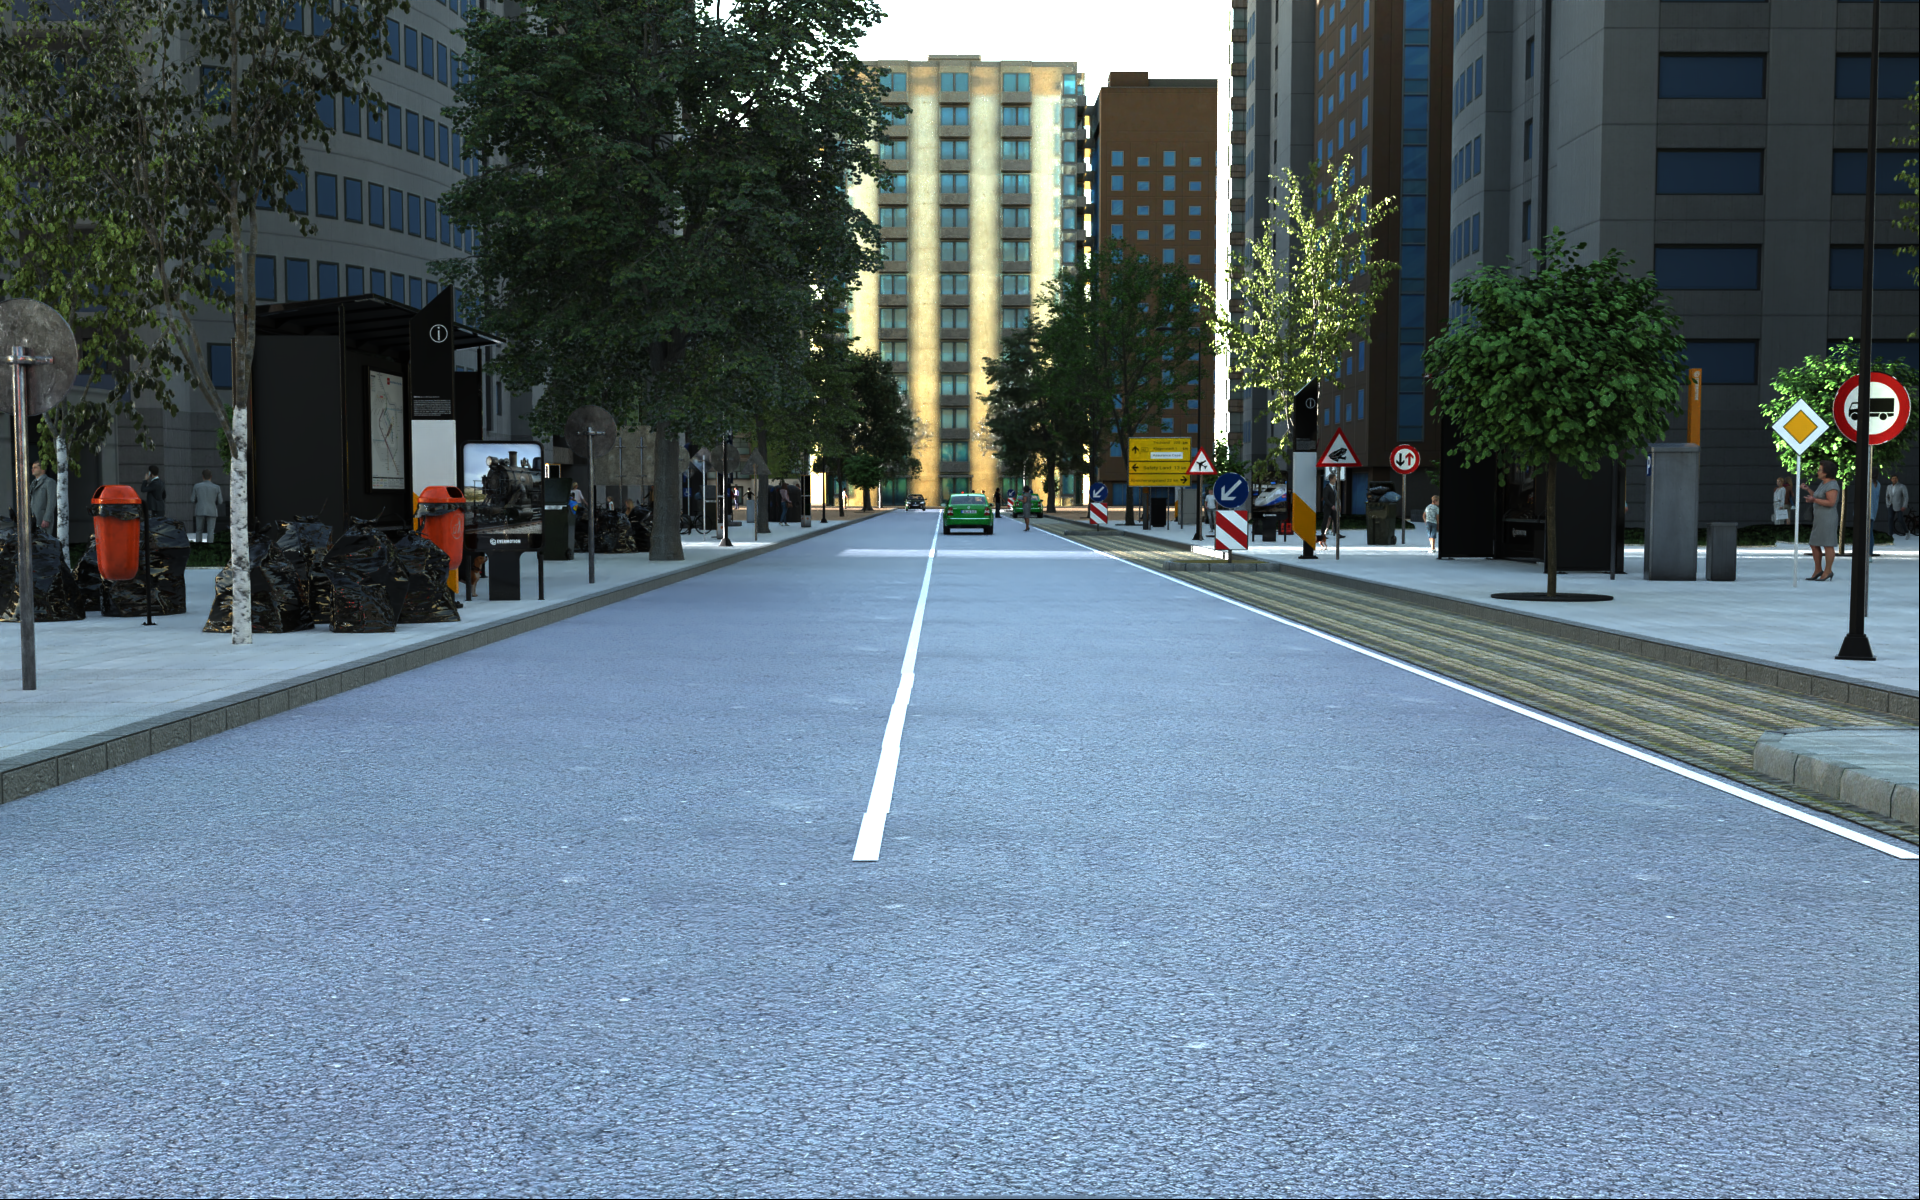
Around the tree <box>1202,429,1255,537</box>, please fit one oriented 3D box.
[{"bbox_3d":[7.747,-3.488,51.636,1.663,3.219,1.824,0,3,0],"label":"tree"}]

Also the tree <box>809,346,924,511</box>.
[{"bbox_3d":[-7.323,-13.298,134.432,9.611,12.733,9.660,0,3,0],"label":"tree"}]

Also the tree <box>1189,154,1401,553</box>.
[{"bbox_3d":[7.414,-5.328,37.475,4.737,8.622,4.395,0,3,0],"label":"tree"}]

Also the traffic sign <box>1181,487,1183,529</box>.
[{"bbox_3d":[8.171,-3.892,63.739,0.768,2.556,0.104,0,4,5],"label":"traffic sign"}]

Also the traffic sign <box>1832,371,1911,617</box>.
[{"bbox_3d":[9.444,-1.096,18.033,0.768,2.556,0.104,0,4,7],"label":"traffic sign"}]

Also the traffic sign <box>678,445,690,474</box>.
[{"bbox_3d":[-7.277,-2.704,44.324,0.768,2.556,0.104,1,4,9],"label":"traffic sign"}]

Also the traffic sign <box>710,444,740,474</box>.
[{"bbox_3d":[-5.895,-2.652,43.474,0.768,2.556,0.104,0,4,3],"label":"traffic sign"}]

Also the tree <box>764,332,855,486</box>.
[{"bbox_3d":[-6.559,-7.504,73.056,4.360,8.622,3.978,0,3,0],"label":"tree"}]

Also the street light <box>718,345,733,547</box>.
[{"bbox_3d":[-5.210,-4.270,42.348,1.470,5.913,1.316,0,4,-1],"label":"street light"}]

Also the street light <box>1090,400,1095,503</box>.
[{"bbox_3d":[5.861,-6.754,82.966,1.470,5.913,1.316,0,4,-1],"label":"street light"}]

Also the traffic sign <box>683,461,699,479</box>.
[{"bbox_3d":[-9.657,-3.781,61.558,0.795,2.593,0.064,0,4,5],"label":"traffic sign"}]

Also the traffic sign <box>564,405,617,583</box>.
[{"bbox_3d":[-5.290,-1.511,24.804,0.768,2.556,0.104,0,4,4],"label":"traffic sign"}]

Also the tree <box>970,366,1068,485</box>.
[{"bbox_3d":[6.002,-15.090,157.088,12.009,13.543,11.850,0,3,0],"label":"tree"}]

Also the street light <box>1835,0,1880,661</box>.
[{"bbox_3d":[6.435,-2.493,13.309,1.470,5.913,1.316,0,4,-1],"label":"street light"}]

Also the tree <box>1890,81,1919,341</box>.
[{"bbox_3d":[16.102,-4.649,26.366,4.737,8.622,4.395,0,3,0],"label":"tree"}]

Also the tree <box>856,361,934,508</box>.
[{"bbox_3d":[-7.398,-15.166,158.336,12.009,13.543,11.850,0,3,0],"label":"tree"}]

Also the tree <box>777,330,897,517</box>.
[{"bbox_3d":[-7.094,-10.057,98.841,7.601,10.594,8.767,0,4,0],"label":"tree"}]

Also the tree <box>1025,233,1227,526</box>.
[{"bbox_3d":[6.760,-8.846,70.385,9.928,11.665,9.643,0,3,0],"label":"tree"}]

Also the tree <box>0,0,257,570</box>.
[{"bbox_3d":[-11.953,-4.464,23.342,4.737,8.622,4.395,0,3,0],"label":"tree"}]

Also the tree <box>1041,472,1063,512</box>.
[{"bbox_3d":[6.448,-8.021,125.738,1.663,3.219,1.824,0,3,0],"label":"tree"}]

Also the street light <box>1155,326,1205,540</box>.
[{"bbox_3d":[6.107,-4.625,48.161,1.470,5.913,1.316,0,4,-1],"label":"street light"}]

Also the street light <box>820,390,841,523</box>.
[{"bbox_3d":[-5.517,-6.385,76.939,1.470,5.913,1.316,0,4,-1],"label":"street light"}]

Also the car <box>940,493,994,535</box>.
[{"bbox_3d":[0.269,-3.298,62.723,1.959,1.807,4.718,0,4,-1],"label":"car"}]

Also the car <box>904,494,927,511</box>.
[{"bbox_3d":[-3.840,-8.507,148.872,2.009,1.686,4.222,0,4,-2],"label":"car"}]

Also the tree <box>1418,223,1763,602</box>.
[{"bbox_3d":[7.308,-2.298,21.281,4.285,4.588,4.351,0,3,0],"label":"tree"}]

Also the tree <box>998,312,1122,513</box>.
[{"bbox_3d":[6.157,-12.964,118.610,9.857,13.997,8.962,0,3,0],"label":"tree"}]

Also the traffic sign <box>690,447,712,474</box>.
[{"bbox_3d":[-6.934,-2.882,46.861,0.795,2.593,0.064,1,4,9],"label":"traffic sign"}]

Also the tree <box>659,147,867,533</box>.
[{"bbox_3d":[-6.902,-8.471,56.632,7.486,12.596,7.792,0,3,0],"label":"tree"}]

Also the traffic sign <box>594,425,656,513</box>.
[{"bbox_3d":[-9.764,-3.520,51.421,2.265,3.308,0.079,0,4,7],"label":"traffic sign"}]

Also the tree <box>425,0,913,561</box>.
[{"bbox_3d":[-5.796,-7.748,33.327,9.857,13.997,8.962,0,3,0],"label":"tree"}]

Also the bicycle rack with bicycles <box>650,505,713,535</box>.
[{"bbox_3d":[-9.348,-2.559,55.215,2.925,0.926,2.852,0,4,-6],"label":"bicycle rack with bicycles"}]

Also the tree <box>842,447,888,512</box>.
[{"bbox_3d":[-6.648,-8.418,121.346,4.285,4.588,4.351,0,3,0],"label":"tree"}]

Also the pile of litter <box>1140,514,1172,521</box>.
[{"bbox_3d":[9.218,-4.136,81.589,1.719,0.858,1.176,0,4,6],"label":"pile of litter"}]

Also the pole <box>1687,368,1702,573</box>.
[{"bbox_3d":[11.942,-2.103,28.226,0.158,3.312,0.155,0,3,0],"label":"pole"}]

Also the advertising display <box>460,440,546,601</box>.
[{"bbox_3d":[-5.496,-0.957,20.855,0.974,1.923,0.123,-1,4,-13],"label":"advertising display"}]

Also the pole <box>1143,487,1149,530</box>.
[{"bbox_3d":[6.686,-4.183,62.232,0.158,3.312,0.155,0,3,0],"label":"pole"}]

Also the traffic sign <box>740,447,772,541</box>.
[{"bbox_3d":[-5.615,-2.912,47.615,0.884,2.594,0.081,0,4,5],"label":"traffic sign"}]

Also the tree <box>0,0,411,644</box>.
[{"bbox_3d":[-6.391,-3.930,14.621,4.360,8.622,3.978,0,3,0],"label":"tree"}]

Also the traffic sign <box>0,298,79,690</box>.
[{"bbox_3d":[-6.103,-0.683,11.280,0.768,2.556,0.104,0,4,6],"label":"traffic sign"}]

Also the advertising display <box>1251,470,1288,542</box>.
[{"bbox_3d":[8.358,-2.541,46.754,0.974,1.923,0.123,1,4,11],"label":"advertising display"}]

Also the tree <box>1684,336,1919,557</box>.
[{"bbox_3d":[18.363,-3.202,36.074,4.285,4.588,4.351,0,3,0],"label":"tree"}]

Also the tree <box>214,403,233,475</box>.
[{"bbox_3d":[-20.902,-4.196,52.314,4.285,4.588,4.351,0,3,0],"label":"tree"}]

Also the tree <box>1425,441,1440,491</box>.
[{"bbox_3d":[14.749,-3.470,51.335,1.663,3.219,1.824,0,3,0],"label":"tree"}]
